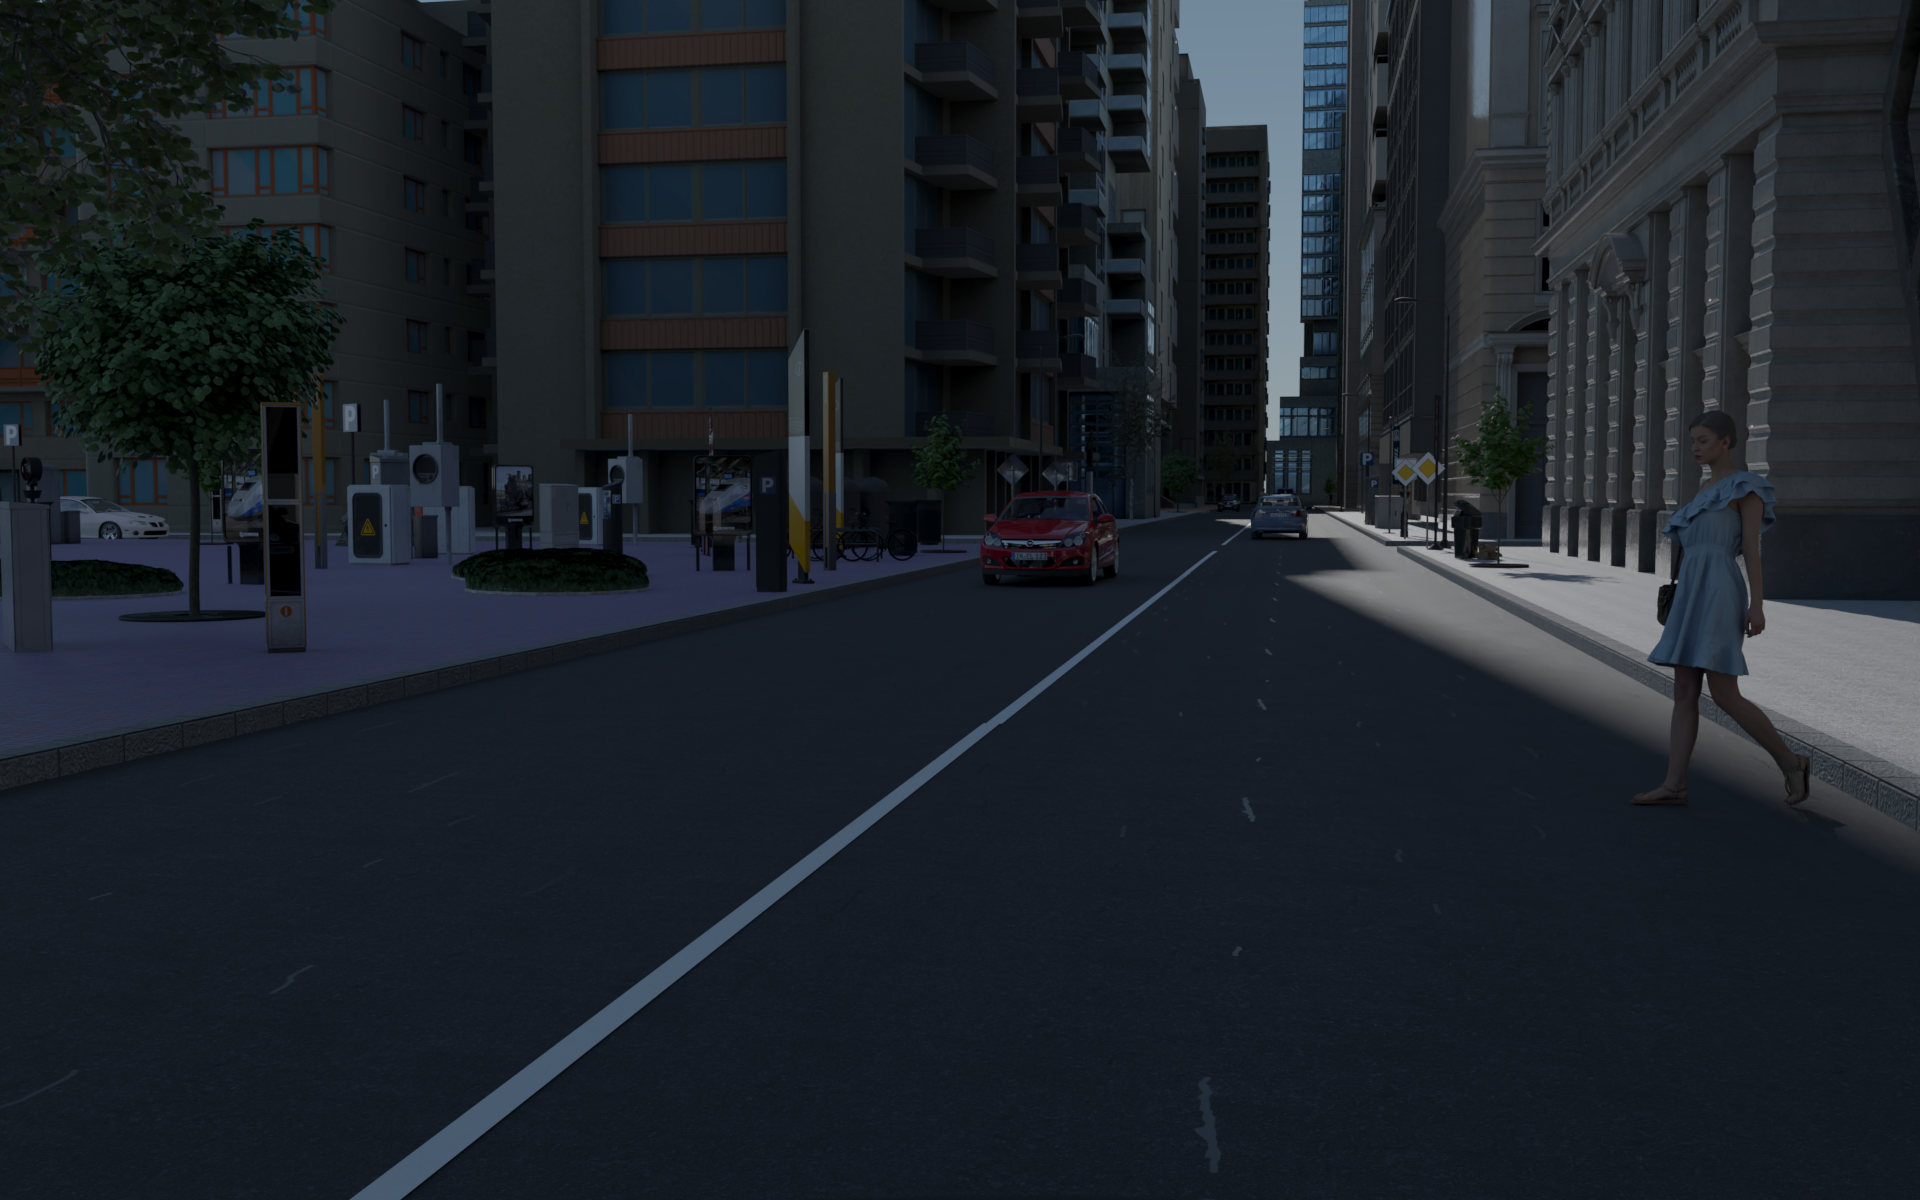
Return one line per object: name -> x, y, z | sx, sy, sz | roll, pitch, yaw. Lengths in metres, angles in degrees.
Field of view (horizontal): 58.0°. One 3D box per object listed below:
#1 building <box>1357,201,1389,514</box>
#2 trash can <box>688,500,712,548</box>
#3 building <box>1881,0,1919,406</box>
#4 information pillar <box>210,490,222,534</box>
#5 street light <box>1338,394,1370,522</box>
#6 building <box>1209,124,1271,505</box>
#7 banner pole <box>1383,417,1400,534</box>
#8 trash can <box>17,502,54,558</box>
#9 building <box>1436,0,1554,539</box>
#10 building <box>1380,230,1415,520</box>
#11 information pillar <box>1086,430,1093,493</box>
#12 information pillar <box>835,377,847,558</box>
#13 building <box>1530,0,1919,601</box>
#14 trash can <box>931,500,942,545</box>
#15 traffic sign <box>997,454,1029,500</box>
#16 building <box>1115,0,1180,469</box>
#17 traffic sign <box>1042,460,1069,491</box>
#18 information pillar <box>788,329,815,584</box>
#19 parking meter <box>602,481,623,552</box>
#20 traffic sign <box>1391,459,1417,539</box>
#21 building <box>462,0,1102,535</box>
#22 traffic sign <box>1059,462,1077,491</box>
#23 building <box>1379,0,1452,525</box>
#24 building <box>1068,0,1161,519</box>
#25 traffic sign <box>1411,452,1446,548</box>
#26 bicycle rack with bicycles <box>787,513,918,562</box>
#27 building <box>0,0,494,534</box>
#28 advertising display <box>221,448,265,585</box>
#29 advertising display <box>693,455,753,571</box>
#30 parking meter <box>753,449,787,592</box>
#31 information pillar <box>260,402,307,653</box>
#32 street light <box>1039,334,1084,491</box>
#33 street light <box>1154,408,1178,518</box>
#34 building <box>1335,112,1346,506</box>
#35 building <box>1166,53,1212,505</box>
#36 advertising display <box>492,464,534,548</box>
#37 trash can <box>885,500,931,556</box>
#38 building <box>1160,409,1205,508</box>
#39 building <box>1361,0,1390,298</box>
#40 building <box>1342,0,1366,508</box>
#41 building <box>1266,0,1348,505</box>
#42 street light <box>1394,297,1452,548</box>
building -> 31.102, -16.115, 112.630 | 9.793, 20.994, 18.267 | 1, 4, 11
trash can -> -6.158, -1.830, 41.578 | 0.748, 1.137, 0.748 | 0, 3, 0
building -> 15.385, -8.730, 10.184 | 16.820, 18.784, 16.811 | 1, 4, 11
information pillar -> -24.168, -3.164, 56.226 | 0.304, 2.012, 0.304 | -2, 4, -34
street light -> 18.327, -6.577, 80.068 | 1.470, 5.913, 1.316 | 1, 4, 11
building -> 28.054, -36.398, 218.812 | 21.600, 48.544, 21.300 | 1, 4, 11
banner pole -> 14.044, -4.042, 56.102 | 0.401, 3.779, 0.863 | -1, 4, -13
trash can -> -17.218, -1.254, 32.156 | 0.748, 1.137, 0.748 | 0, 3, 0
building -> 25.421, -16.323, 52.783 | 20.117, 28.700, 13.634 | 1, 4, 11
building -> 28.657, -14.034, 94.076 | 10.561, 19.102, 19.286 | 1, 4, 11
information pillar -> 4.791, -4.439, 63.938 | 0.183, 3.616, 0.504 | -1, 4, -15
information pillar -> -2.542, -2.669, 34.991 | 0.504, 3.616, 0.183 | 3, 5, 40
building -> 16.163, -12.213, 28.562 | 11.050, 23.489, 19.941 | 1, 4, 11
trash can -> -0.774, -1.956, 43.642 | 0.748, 1.137, 0.748 | 0, 3, 0
traffic sign -> 1.302, -2.399, 42.871 | 0.795, 2.450, 0.064 | 1, 4, 11
building -> 3.536, -33.706, 140.335 | 28.713, 52.752, 27.495 | 1, 4, 11
traffic sign -> 2.790, -2.879, 50.717 | 0.795, 2.450, 0.064 | 1, 4, 11
information pillar -> -2.297, -2.047, 24.820 | 0.183, 3.616, 0.504 | -2, 4, -34
parking meter -> -6.574, -1.490, 32.770 | 0.372, 1.533, 0.369 | 0, 3, 0
traffic sign -> 12.557, -2.765, 48.851 | 0.795, 2.450, 0.064 | 1, 4, 11
building -> -6.347, -25.208, 66.771 | 22.147, 44.769, 28.867 | 1, 4, 11
traffic sign -> 3.377, -3.202, 54.474 | 0.606, 2.300, 0.079 | 1, 4, 17
building -> 25.577, -17.058, 72.399 | 14.314, 27.812, 24.014 | 1, 4, 11
building -> 1.314, -48.313, 102.584 | 22.319, 86.520, 31.000 | 1, 4, 11
traffic sign -> 11.069, -2.285, 41.005 | 0.795, 2.450, 0.064 | 1, 4, 11
bicycle rack with bicycles -> -2.270, -1.218, 33.299 | 2.925, 0.926, 2.852 | 0, 4, 1
building -> -32.161, -13.869, 71.791 | 28.899, 21.520, 27.650 | 1, 4, 11
advertising display -> -10.047, -1.182, 24.532 | 0.974, 1.923, 0.123 | 2, 4, 24
advertising display -> -3.950, -1.447, 28.874 | 0.974, 1.923, 0.123 | -1, 4, -17
parking meter -> -2.488, -1.040, 22.709 | 0.399, 1.863, 0.255 | 1, 4, 15
information pillar -> -5.498, -0.586, 14.076 | 0.304, 2.012, 0.304 | -2, 4, -23
street light -> 2.896, -4.769, 50.514 | 1.470, 5.913, 1.316 | 1, 4, 11
street light -> 11.046, -7.399, 93.518 | 1.470, 5.913, 1.316 | 1, 4, 11
building -> 48.039, -30.821, 187.509 | 14.154, 41.232, 14.086 | 1, 4, 11
building -> 15.746, -34.639, 190.048 | 21.600, 48.544, 21.300 | 1, 4, 11
advertising display -> -9.796, -2.004, 37.986 | 0.123, 1.923, 0.974 | 3, 5, 44
trash can -> -1.189, -1.492, 36.046 | 0.748, 1.137, 0.748 | 0, 3, 0
building -> 7.073, -29.018, 166.318 | 32.217, 40.220, 23.993 | 1, 4, 11
building -> 46.137, -33.504, 137.023 | 28.713, 52.752, 27.495 | 1, 4, 11
building -> 47.391, -38.098, 164.905 | 21.231, 58.520, 28.212 | 1, 4, 11
building -> 53.988, -55.082, 213.257 | 31.000, 86.520, 22.319 | 1, 4, 11
street light -> 10.955, -4.186, 40.978 | 1.470, 5.913, 1.316 | 1, 4, 11
